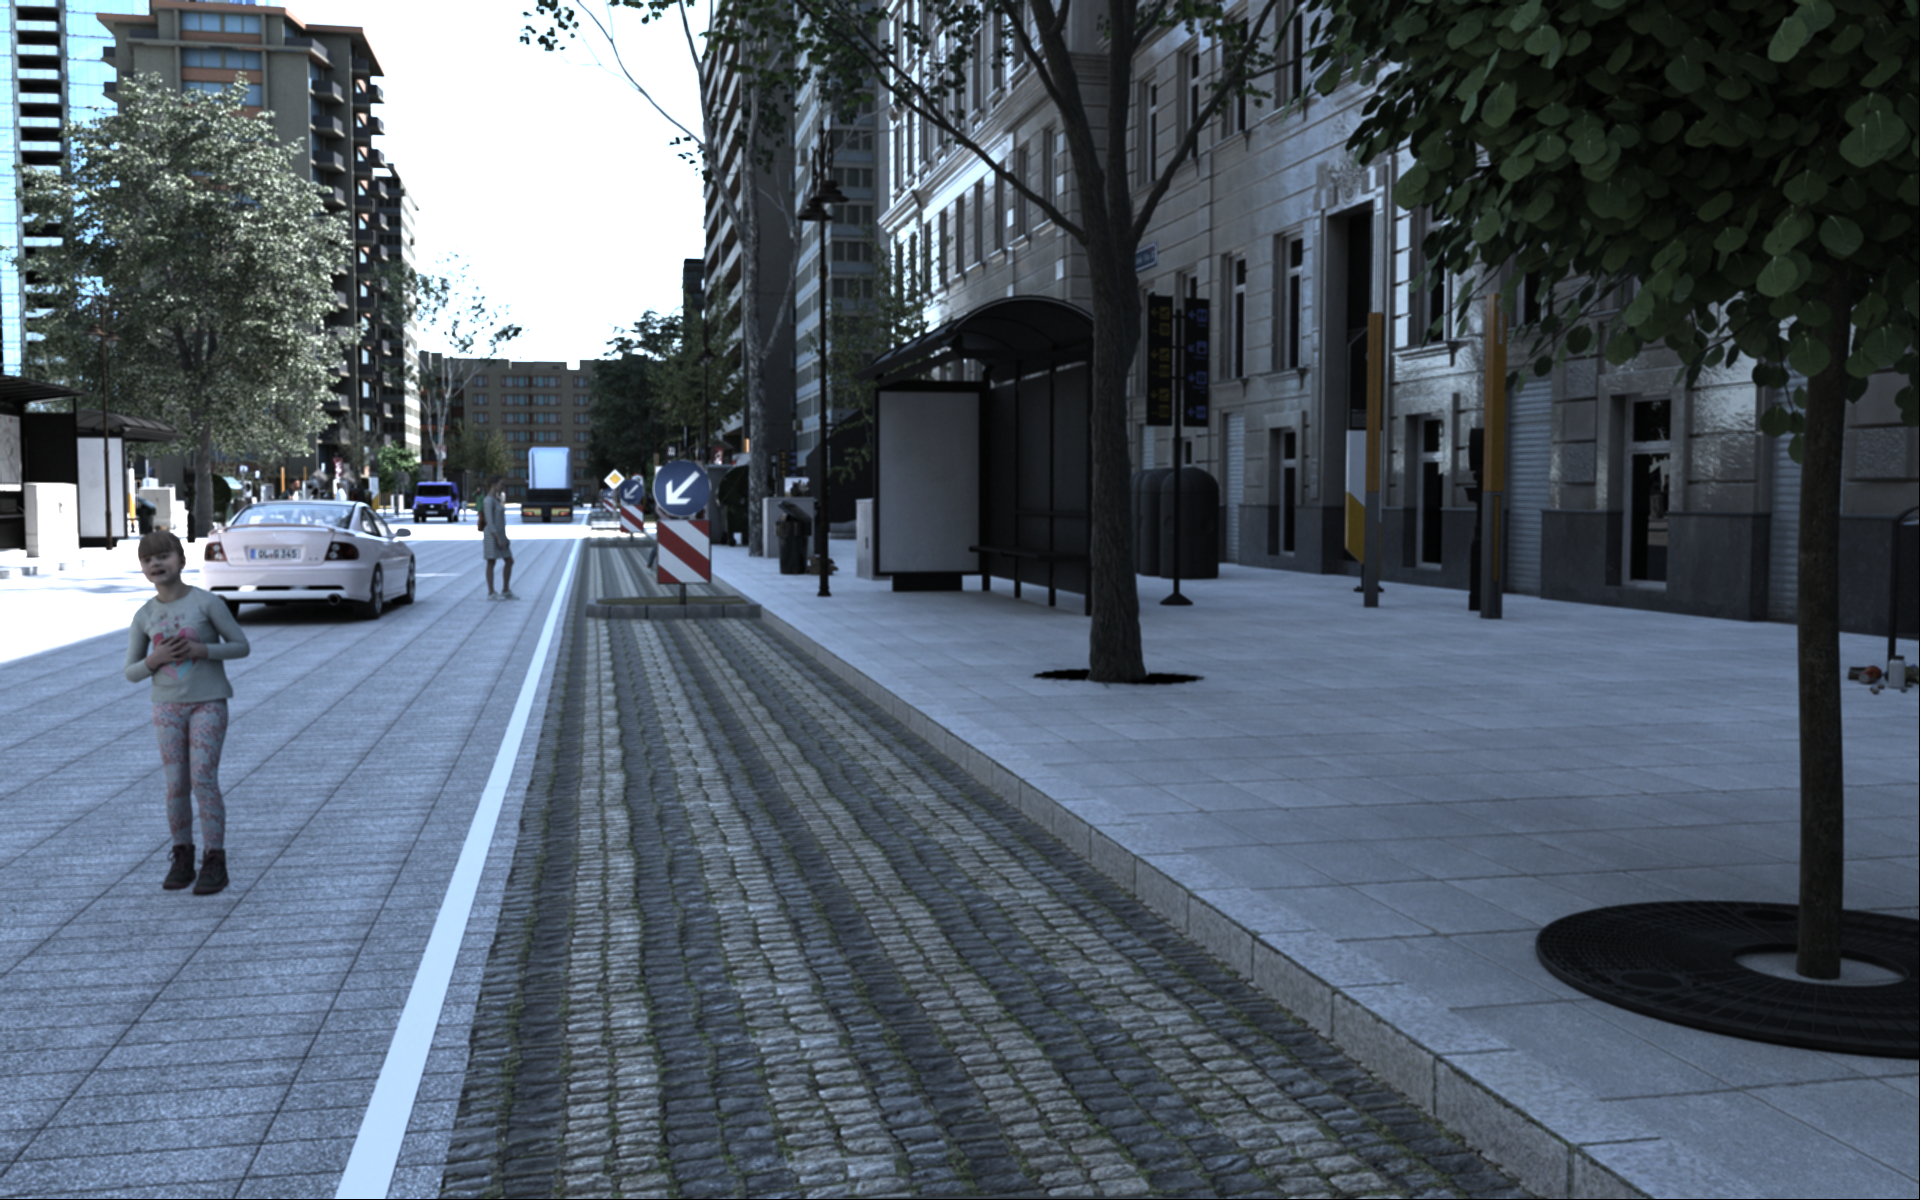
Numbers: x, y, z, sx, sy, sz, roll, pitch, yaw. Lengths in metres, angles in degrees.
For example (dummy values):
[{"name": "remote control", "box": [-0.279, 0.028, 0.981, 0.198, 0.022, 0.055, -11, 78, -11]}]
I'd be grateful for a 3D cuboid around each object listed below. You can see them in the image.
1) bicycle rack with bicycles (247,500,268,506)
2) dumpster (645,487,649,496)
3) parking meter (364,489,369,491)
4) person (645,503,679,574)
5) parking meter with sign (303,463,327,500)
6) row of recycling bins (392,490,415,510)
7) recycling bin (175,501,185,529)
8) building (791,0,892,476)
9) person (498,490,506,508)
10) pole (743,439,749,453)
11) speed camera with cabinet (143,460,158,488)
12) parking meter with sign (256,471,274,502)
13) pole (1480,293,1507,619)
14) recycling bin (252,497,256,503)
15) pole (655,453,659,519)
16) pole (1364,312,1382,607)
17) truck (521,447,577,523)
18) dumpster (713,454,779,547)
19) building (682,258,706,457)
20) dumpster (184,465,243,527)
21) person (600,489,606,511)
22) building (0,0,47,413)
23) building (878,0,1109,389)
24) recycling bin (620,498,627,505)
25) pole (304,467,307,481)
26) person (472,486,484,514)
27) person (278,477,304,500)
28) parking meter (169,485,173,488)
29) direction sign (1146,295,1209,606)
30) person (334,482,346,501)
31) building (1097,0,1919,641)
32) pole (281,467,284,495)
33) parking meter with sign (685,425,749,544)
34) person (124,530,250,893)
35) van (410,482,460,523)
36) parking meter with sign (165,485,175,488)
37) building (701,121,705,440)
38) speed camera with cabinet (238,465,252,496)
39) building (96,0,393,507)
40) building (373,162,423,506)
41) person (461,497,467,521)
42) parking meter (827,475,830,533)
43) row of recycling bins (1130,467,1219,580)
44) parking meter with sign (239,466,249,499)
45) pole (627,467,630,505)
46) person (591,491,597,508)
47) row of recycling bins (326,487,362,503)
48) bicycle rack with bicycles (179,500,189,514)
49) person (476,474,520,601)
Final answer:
[{"name": "bicycle rack with bicycles", "box": [-41.128, -5.334, 100.591, 2.925, 0.926, 2.852, 0, 4, 8]}, {"name": "dumpster", "box": [-25.723, -8.398, 139.796, 1.502, 2.255, 1.985, -1, 4, -12]}, {"name": "parking meter", "box": [-29.393, -4.742, 85.943, 0.372, 1.533, 0.369, 0, 3, 0]}, {"name": "person", "box": [-5.257, -1.324, 30.734, 0.643, 1.750, 0.593, 1, 4, 22]}, {"name": "parking meter with sign", "box": [-36.389, -6.157, 96.923, 1.738, 3.016, 0.543, -3, 4, -38]}, {"name": "row of recycling bins", "box": [-45.711, -8.377, 144.081, 1.069, 1.692, 3.534, 2, 4, 33]}, {"name": "recycling bin", "box": [-28.971, -3.118, 63.526, 0.722, 1.027, 0.722, 2, 4, 33]}, {"name": "building", "box": [2.920, -25.117, 102.538, 23.993, 40.220, 32.217, -1, 4, -12]}, {"name": "person", "box": [-37.318, -8.093, 141.019, 0.583, 1.804, 0.606, 1, 4, 16]}, {"name": "pole", "box": [-7.901, -4.296, 64.081, 0.158, 3.312, 0.155, 0, 3, 0]}, {"name": "speed camera with cabinet", "box": [-46.144, -6.438, 99.595, 2.038, 3.252, 0.660, 2, 4, 33]}, {"name": "parking meter with sign", "box": [-52.252, -8.235, 130.896, 0.543, 3.016, 1.738, 3, 4, 37]}, {"name": "pole", "box": [5.473, -1.462, 17.750, 0.158, 3.312, 0.155, 0, 3, 0]}, {"name": "recycling bin", "box": [-53.650, -7.235, 130.847, 0.722, 1.027, 0.722, 0, 4, 4]}, {"name": "pole", "box": [-15.146, -5.671, 86.559, 0.158, 3.312, 0.155, 0, 3, 0]}, {"name": "pole", "box": [4.672, -1.575, 19.594, 0.158, 3.312, 0.155, 0, 3, 0]}, {"name": "truck", "box": [-22.344, -6.387, 94.185, 2.967, 4.110, 18.799, -1, 4, -12]}, {"name": "dumpster", "box": [-5.318, -2.477, 42.987, 1.502, 2.255, 1.985, -1, 4, -12]}, {"name": "building", "box": [-27.171, -27.027, 213.597, 14.160, 30.474, 14.107, -1, 4, -12]}, {"name": "dumpster", "box": [-24.991, -3.394, 57.978, 1.502, 2.255, 1.985, -1, 4, -12]}, {"name": "person", "box": [-27.789, -7.718, 134.869, 0.537, 1.800, 0.526, -3, 5, -44]}, {"name": "building", "box": [-101.485, -53.833, 192.844, 31.000, 86.520, 22.319, -1, 4, -12]}, {"name": "building", "box": [5.472, -15.564, 51.739, 12.463, 27.353, 25.104, -1, 4, -12]}, {"name": "recycling bin", "box": [-28.089, -8.116, 145.251, 0.722, 1.027, 0.722, 0, 4, -5]}, {"name": "pole", "box": [-48.631, -8.249, 128.716, 0.158, 3.312, 0.155, 0, 3, 0]}, {"name": "person", "box": [-22.741, -4.484, 82.055, 0.600, 1.795, 0.529, 1, 4, 12]}, {"name": "person", "box": [-15.141, -1.896, 39.491, 0.794, 1.824, 0.713, -3, 4, -38]}, {"name": "parking meter", "box": [-52.750, -6.735, 115.828, 0.255, 1.863, 0.399, -1, 4, -19]}, {"name": "direction sign", "box": [2.512, -1.713, 20.000, 0.876, 3.537, 0.379, -2, 4, -31]}, {"name": "person", "box": [-18.544, -2.639, 51.904, 0.793, 1.790, 0.793, 3, 5, 43]}, {"name": "building", "box": [11.448, -14.055, 27.059, 12.463, 27.353, 25.104, -1, 4, -12]}, {"name": "pole", "box": [-51.317, -8.404, 131.249, 0.158, 3.312, 0.155, 0, 3, 0]}, {"name": "parking meter with sign", "box": [-6.120, -2.933, 44.214, 1.738, 3.016, 0.543, -1, 4, -13]}, {"name": "person", "box": [-2.808, 0.396, 6.303, 0.425, 1.301, 0.394, -1, 4, -22]}, {"name": "van", "box": [-26.493, -5.093, 87.650, 2.240, 2.365, 5.245, -1, 4, -12]}, {"name": "parking meter with sign", "box": [-63.481, -8.741, 139.179, 1.738, 3.016, 0.543, -1, 4, -10]}, {"name": "building", "box": [-16.979, -35.036, 192.449, 23.786, 49.044, 30.456, -1, 4, -12]}, {"name": "speed camera with cabinet", "box": [-48.134, -7.392, 115.193, 0.660, 3.252, 2.038, 2, 4, 28]}, {"name": "building", "box": [-64.597, -30.812, 158.406, 22.147, 44.769, 28.867, -1, 4, -12]}, {"name": "building", "box": [-73.280, -30.697, 193.780, 23.993, 40.220, 32.217, -1, 4, -12]}, {"name": "person", "box": [-26.276, -4.840, 91.912, 0.425, 1.301, 0.394, 1, 4, 21]}, {"name": "parking meter", "box": [-3.792, -2.792, 51.363, 0.255, 1.863, 0.399, 0, 4, 6]}, {"name": "row of recycling bins", "box": [3.293, -1.258, 27.677, 1.069, 1.692, 3.534, 0, 4, -7]}, {"name": "parking meter with sign", "box": [-43.717, -6.672, 105.340, 0.543, 3.016, 1.738, -1, 4, -10]}, {"name": "pole", "box": [-24.140, -8.089, 126.103, 0.158, 3.312, 0.155, 0, 3, 0]}, {"name": "person", "box": [-36.380, -9.974, 172.123, 0.434, 1.755, 0.990, -3, 5, -40]}, {"name": "row of recycling bins", "box": [-38.436, -6.178, 108.130, 3.534, 1.692, 1.069, 3, 5, 42]}, {"name": "bicycle rack with bicycles", "box": [-50.711, -5.939, 110.491, 2.925, 0.926, 2.852, 2, 4, 28]}, {"name": "person", "box": [-6.252, -0.845, 23.322, 0.522, 1.701, 0.512, 0, 4, -1]}]
